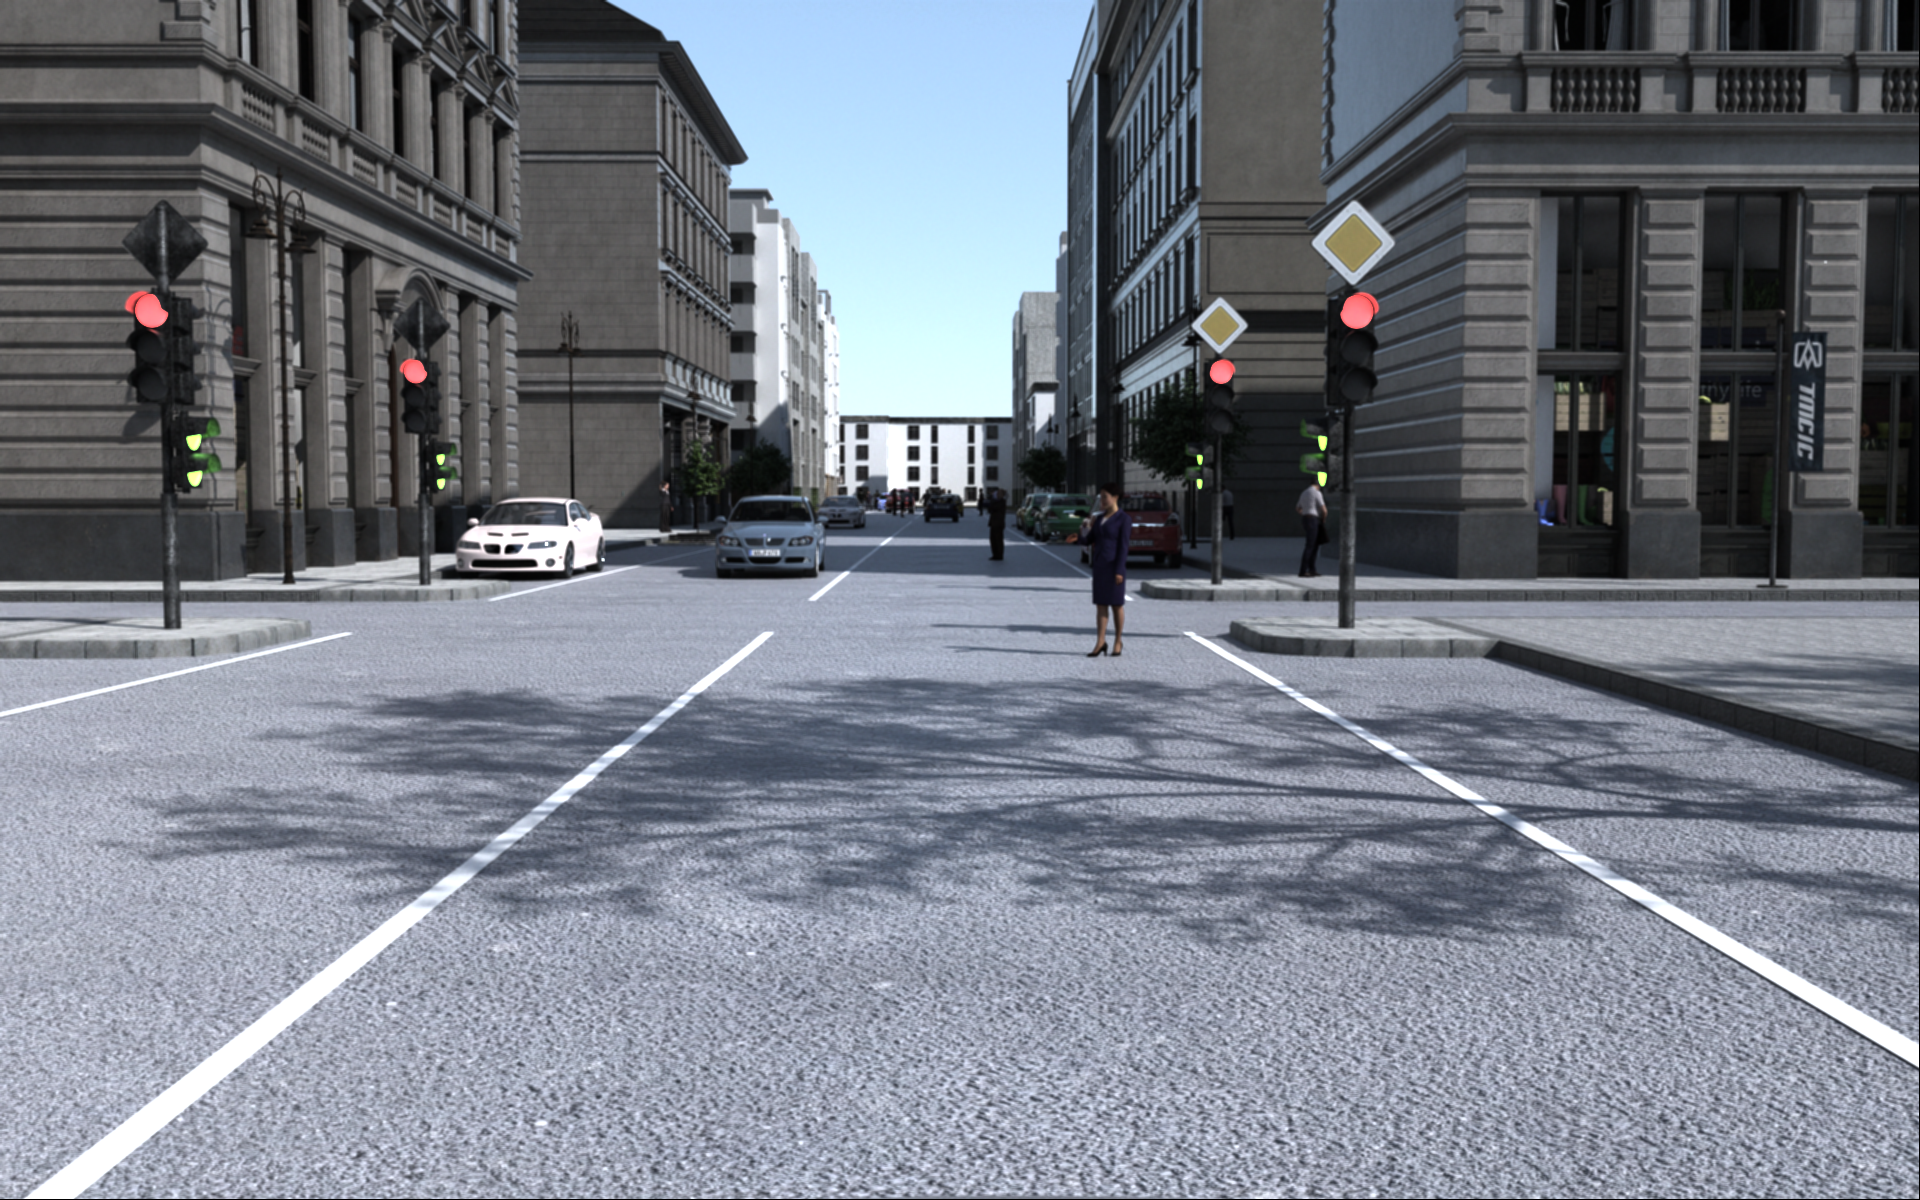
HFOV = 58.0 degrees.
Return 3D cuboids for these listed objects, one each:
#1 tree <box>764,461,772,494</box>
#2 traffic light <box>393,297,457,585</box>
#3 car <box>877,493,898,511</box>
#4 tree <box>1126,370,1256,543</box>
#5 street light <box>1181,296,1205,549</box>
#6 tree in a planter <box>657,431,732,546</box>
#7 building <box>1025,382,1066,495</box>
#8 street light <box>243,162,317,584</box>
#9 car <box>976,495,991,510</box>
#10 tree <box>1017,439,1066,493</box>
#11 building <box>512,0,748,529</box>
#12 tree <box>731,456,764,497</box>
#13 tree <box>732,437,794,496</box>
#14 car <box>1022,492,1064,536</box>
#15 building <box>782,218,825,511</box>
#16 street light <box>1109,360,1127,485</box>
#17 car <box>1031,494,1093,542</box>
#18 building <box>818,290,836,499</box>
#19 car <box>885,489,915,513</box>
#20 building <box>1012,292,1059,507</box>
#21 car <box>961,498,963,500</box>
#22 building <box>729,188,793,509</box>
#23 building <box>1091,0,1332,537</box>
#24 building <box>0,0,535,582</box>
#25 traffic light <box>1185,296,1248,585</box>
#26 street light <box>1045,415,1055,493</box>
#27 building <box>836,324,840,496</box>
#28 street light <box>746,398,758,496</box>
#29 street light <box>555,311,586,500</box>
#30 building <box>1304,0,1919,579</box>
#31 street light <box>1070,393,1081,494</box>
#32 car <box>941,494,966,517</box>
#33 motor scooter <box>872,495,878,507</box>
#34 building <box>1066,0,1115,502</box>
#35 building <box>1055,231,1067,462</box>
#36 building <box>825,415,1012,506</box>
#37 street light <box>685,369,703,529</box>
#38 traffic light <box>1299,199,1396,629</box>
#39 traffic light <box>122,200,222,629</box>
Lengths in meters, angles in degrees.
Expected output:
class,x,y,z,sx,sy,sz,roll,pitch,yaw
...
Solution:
class,x,y,z,sx,sy,sz,roll,pitch,yaw
tree,-10.224,-5.825,89.836,1.663,3.219,1.824,0,3,0
traffic light,-7.540,-2.147,24.356,0.839,4.213,0.868,0,4,0
car,-6.120,-8.426,147.363,1.945,1.707,3.694,0,3,0
tree,6.138,-3.813,46.062,4.285,4.588,4.351,0,3,0
street light,5.487,-4.143,40.526,0.468,5.910,1.993,0,4,0
tree in a planter,-7.441,-3.170,49.046,1.991,3.239,1.994,0,4,0
building,10.090,-11.509,130.324,9.099,9.664,28.070,0,4,0
street light,-9.594,-3.168,24.583,0.468,5.910,1.993,0,4,0
car,2.448,-8.869,157.585,1.945,1.354,3.894,0,4,-1
tree,5.025,-7.287,102.850,4.285,4.588,4.351,0,3,0
building,-15.452,-13.082,64.805,10.553,20.767,40.483,0,4,0
tree,-11.099,-5.659,87.127,1.663,3.219,1.824,0,3,0
tree,-11.178,-7.011,98.340,4.285,4.588,4.351,0,3,0
car,3.152,-3.170,60.623,1.959,1.807,4.718,0,4,0
building,-19.383,-15.923,126.791,16.747,18.905,31.486,0,4,0
street light,5.441,-5.324,59.830,0.468,5.910,1.993,0,4,0
car,3.277,-2.512,52.877,2.131,1.459,4.920,0,4,-1
building,-19.312,-17.864,148.498,16.016,20.091,11.380,0,4,0
car,-4.537,-7.517,131.579,2.281,1.827,5.304,0,4,1
building,13.790,-17.946,159.877,16.747,18.905,31.486,0,4,0
car,-0.695,-9.915,174.475,2.083,1.381,4.827,0,4,0
building,-18.420,-15.224,105.325,16.016,20.091,11.380,0,4,0
building,14.181,-14.167,64.911,16.112,22.955,30.059,0,4,0
building,-15.795,-12.537,33.855,11.050,23.489,19.941,0,4,0
traffic light,3.621,-2.154,24.457,0.839,4.213,0.868,0,4,0
street light,5.120,-7.707,98.796,0.468,5.910,1.993,0,4,0
building,-17.524,-18.978,166.715,11.380,20.091,16.016,0,4,0
street light,-10.057,-6.776,83.583,0.468,5.910,1.993,0,4,0
street light,-9.839,-4.348,43.885,0.468,5.910,1.993,0,4,0
building,16.671,-12.311,30.162,19.941,23.489,11.050,0,4,0
street light,5.267,-6.504,79.133,0.468,5.910,1.993,0,4,0
car,-0.621,-6.146,110.703,2.015,1.641,3.980,0,4,0
motor scooter,-8.361,-9.812,173.204,0.815,1.314,1.986,0,4,-2
building,12.231,-16.622,89.789,12.078,24.808,19.932,0,4,0
building,14.218,-15.508,109.980,16.016,20.091,11.380,0,4,0
building,-7.732,-15.123,189.401,28.070,9.664,9.099,0,4,0
street light,-9.843,-5.593,64.237,0.468,5.910,1.993,0,4,0
traffic light,3.682,-1.665,16.472,0.839,4.213,0.868,0,4,0
traffic light,-7.479,-1.659,16.371,0.839,4.213,0.868,0,4,0
